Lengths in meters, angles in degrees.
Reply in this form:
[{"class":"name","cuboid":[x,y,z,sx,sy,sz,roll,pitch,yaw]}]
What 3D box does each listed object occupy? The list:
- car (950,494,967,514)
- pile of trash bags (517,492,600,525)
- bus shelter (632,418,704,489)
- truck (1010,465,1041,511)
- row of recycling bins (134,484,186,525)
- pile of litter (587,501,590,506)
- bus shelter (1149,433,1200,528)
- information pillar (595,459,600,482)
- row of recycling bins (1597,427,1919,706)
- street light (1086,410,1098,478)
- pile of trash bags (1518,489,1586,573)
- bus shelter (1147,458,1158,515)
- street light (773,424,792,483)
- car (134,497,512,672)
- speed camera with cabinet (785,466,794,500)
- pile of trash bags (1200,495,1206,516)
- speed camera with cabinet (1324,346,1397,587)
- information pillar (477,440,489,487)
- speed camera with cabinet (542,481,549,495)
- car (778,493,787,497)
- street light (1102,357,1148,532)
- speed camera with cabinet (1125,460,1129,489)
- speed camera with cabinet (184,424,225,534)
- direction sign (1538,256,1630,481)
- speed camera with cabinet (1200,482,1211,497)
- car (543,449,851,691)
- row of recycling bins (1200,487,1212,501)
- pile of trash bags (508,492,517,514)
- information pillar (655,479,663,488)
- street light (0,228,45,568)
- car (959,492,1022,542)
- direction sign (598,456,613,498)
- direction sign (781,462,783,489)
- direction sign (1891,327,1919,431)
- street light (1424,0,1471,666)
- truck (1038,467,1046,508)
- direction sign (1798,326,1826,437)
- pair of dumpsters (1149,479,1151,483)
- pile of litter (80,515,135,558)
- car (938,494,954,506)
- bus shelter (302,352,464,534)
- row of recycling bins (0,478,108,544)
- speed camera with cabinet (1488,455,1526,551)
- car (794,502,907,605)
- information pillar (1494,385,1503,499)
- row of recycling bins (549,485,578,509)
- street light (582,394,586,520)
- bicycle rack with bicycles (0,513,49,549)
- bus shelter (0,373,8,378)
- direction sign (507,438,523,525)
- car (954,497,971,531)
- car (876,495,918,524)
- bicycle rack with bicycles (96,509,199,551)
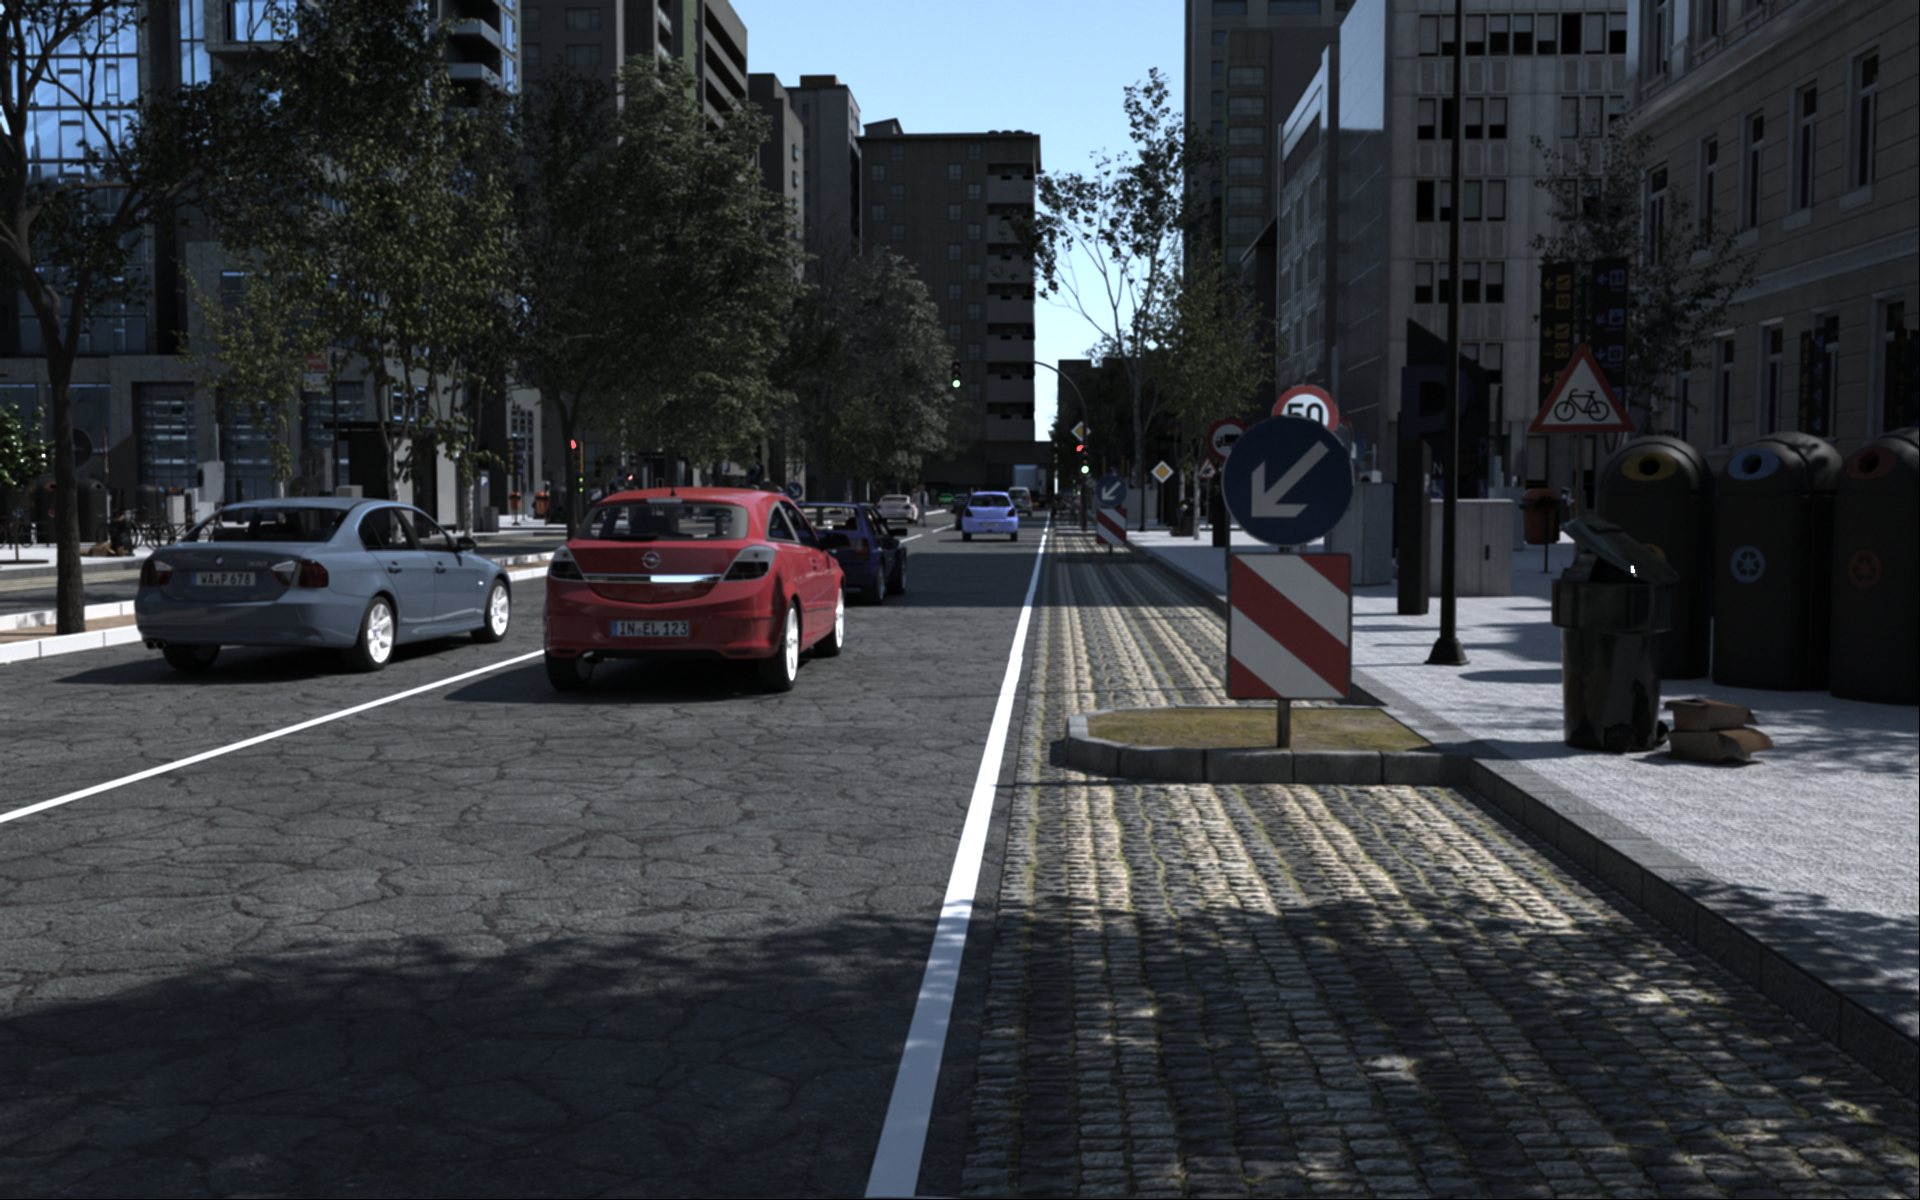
[{"class":"car","cuboid":[0.261,-7.055,127.352,2.014,1.417,4.499,0,4,3]},{"class":"pile of trash bags","cuboid":[-16.737,-3.896,73.455,1.912,1.369,3.447,2,4,28]},{"class":"bus shelter","cuboid":[-14.823,-6.708,87.311,2.179,5.291,8.768,0,4,3]},{"class":"truck","cuboid":[5.801,-9.986,153.036,2.967,4.110,18.799,0,4,2]},{"class":"row of recycling bins","cuboid":[-33.777,-4.039,73.154,1.069,1.692,3.534,0,4,3]},{"class":"pile of litter","cuboid":[-23.296,-5.899,110.414,1.176,0.858,1.719,1,4,18]},{"class":"bus shelter","cuboid":[8.580,-4.769,69.257,1.731,3.624,6.357,0,4,3]},{"class":"information pillar","cuboid":[-24.368,-7.676,116.850,0.504,3.616,0.183,-1,4,-22]},{"class":"row of recycling bins","cuboid":[5.672,-0.251,11.212,1.069,1.692,3.534,-2,4,-31]},{"class":"street light","cuboid":[7.616,-7.531,95.666,1.470,5.913,1.316,0,4,3]},{"class":"pile of trash bags","cuboid":[10.855,-1.152,28.593,3.447,1.369,1.912,-1,4,-11]},{"class":"bus shelter","cuboid":[10.987,-5.958,91.343,2.014,3.302,5.546,0,4,3]},{"class":"street light","cuboid":[-11.746,-8.647,113.926,1.470,5.913,1.316,0,4,3]},{"class":"car","cuboid":[-5.430,-0.202,15.312,2.014,1.417,4.499,0,4,5]},{"class":"speed camera with cabinet","cuboid":[-11.764,-7.735,120.799,0.660,3.252,2.038,0,4,3]},{"class":"pile of trash bags","cuboid":[14.562,-5.578,100.958,3.447,1.369,1.912,-2,4,-27]},{"class":"speed camera with cabinet","cuboid":[5.313,-1.811,23.952,0.660,3.252,2.038,3,4,38]},{"class":"information pillar","cuboid":[-20.566,-5.101,74.752,0.504,3.616,0.183,1,4,14]},{"class":"speed camera with cabinet","cuboid":[-28.699,-7.536,117.549,0.660,3.252,2.038,1,4,23]},{"class":"car","cuboid":[-8.696,-4.301,79.912,1.945,1.707,3.694,0,4,1]},{"class":"street light","cuboid":[5.663,-5.265,58.625,1.470,5.913,1.316,0,4,3]},{"class":"speed camera with cabinet","cuboid":[10.323,-6.428,99.429,2.038,3.252,0.660,3,4,38]},{"class":"speed camera with cabinet","cuboid":[-21.449,-3.350,49.113,0.660,3.252,2.038,-3,4,-38]},{"class":"direction sign","cuboid":[6.058,-1.523,16.902,0.876,3.537,0.379,3,5,45]},{"class":"speed camera with cabinet","cuboid":[18.856,-8.657,135.877,0.660,3.252,2.038,-2,4,-25]},{"class":"car","cuboid":[-2.013,-0.309,14.092,2.155,1.783,4.494,0,4,3]},{"class":"row of recycling bins","cuboid":[15.056,-5.997,105.161,3.534,1.692,1.069,2,4,25]},{"class":"pile of trash bags","cuboid":[-21.361,-4.796,88.174,3.447,1.369,1.912,1,4,12]},{"class":"information pillar","cuboid":[-14.200,-4.732,81.859,0.304,2.012,0.304,-2,4,-26]},{"class":"street light","cuboid":[-16.340,-3.510,29.926,1.470,5.913,1.316,0,4,3]},{"class":"car","cuboid":[0.940,-2.672,53.283,1.945,1.707,3.694,0,4,2]},{"class":"direction sign","cuboid":[-20.864,-6.731,102.041,0.876,3.537,0.379,-2,4,-30]},{"class":"direction sign","cuboid":[-12.558,-7.967,122.254,0.379,3.537,0.876,0,4,-2]},{"class":"direction sign","cuboid":[13.003,-1.948,23.843,0.876,3.537,0.379,-3,5,-41]},{"class":"street light","cuboid":[3.146,-2.472,12.954,1.470,5.913,1.316,0,4,3]},{"class":"truck","cuboid":[7.743,-11.840,182.497,2.839,4.237,11.283,0,4,1]},{"class":"direction sign","cuboid":[11.714,-1.950,23.881,0.379,3.537,0.876,0,4,7]},{"class":"pair of dumpsters","cuboid":[11.691,-6.184,103.602,1.574,2.255,4.437,0,4,3]},{"class":"pile of litter","cuboid":[-17.593,-1.329,35.701,1.176,0.858,1.719,-1,4,-11]},{"class":"car","cuboid":[-1.646,-12.039,205.636,1.959,1.807,4.718,0,4,2]},{"class":"bus shelter","cuboid":[-17.291,-4.519,51.521,2.179,5.291,8.768,0,4,3]},{"class":"row of recycling bins","cuboid":[-23.998,-2.304,44.791,3.534,1.692,1.069,-3,5,-43]},{"class":"speed camera with cabinet","cuboid":[12.427,-2.799,40.102,0.660,3.252,2.038,0,4,-6]},{"class":"car","cuboid":[-1.744,-0.680,23.698,1.945,1.354,3.894,0,4,5]},{"class":"information pillar","cuboid":[11.700,-2.832,37.653,0.183,3.616,0.504,1,4,10]},{"class":"row of recycling bins","cuboid":[-18.723,-4.622,82.685,1.069,1.692,3.534,0,4,4]},{"class":"street light","cuboid":[-14.257,-5.840,68.024,1.470,5.913,1.316,0,4,3]},{"class":"bicycle rack with bicycles","cuboid":[-23.058,-1.679,40.826,2.852,0.926,2.925,0,4,-1]},{"class":"bus shelter","cuboid":[-19.668,-2.431,31.038,1.731,3.624,6.357,0,4,3]},{"class":"direction sign","cuboid":[-18.180,-4.822,70.829,0.379,3.537,0.876,2,4,30]},{"class":"car","cuboid":[0.725,-3.474,69.380,1.945,1.354,3.894,0,4,2]},{"class":"car","cuboid":[-3.102,-4.469,85.424,2.083,1.381,4.827,0,4,3]},{"class":"bicycle rack with bicycles","cuboid":[-18.514,-1.616,39.796,2.852,0.926,2.925,2,4,27]}]
